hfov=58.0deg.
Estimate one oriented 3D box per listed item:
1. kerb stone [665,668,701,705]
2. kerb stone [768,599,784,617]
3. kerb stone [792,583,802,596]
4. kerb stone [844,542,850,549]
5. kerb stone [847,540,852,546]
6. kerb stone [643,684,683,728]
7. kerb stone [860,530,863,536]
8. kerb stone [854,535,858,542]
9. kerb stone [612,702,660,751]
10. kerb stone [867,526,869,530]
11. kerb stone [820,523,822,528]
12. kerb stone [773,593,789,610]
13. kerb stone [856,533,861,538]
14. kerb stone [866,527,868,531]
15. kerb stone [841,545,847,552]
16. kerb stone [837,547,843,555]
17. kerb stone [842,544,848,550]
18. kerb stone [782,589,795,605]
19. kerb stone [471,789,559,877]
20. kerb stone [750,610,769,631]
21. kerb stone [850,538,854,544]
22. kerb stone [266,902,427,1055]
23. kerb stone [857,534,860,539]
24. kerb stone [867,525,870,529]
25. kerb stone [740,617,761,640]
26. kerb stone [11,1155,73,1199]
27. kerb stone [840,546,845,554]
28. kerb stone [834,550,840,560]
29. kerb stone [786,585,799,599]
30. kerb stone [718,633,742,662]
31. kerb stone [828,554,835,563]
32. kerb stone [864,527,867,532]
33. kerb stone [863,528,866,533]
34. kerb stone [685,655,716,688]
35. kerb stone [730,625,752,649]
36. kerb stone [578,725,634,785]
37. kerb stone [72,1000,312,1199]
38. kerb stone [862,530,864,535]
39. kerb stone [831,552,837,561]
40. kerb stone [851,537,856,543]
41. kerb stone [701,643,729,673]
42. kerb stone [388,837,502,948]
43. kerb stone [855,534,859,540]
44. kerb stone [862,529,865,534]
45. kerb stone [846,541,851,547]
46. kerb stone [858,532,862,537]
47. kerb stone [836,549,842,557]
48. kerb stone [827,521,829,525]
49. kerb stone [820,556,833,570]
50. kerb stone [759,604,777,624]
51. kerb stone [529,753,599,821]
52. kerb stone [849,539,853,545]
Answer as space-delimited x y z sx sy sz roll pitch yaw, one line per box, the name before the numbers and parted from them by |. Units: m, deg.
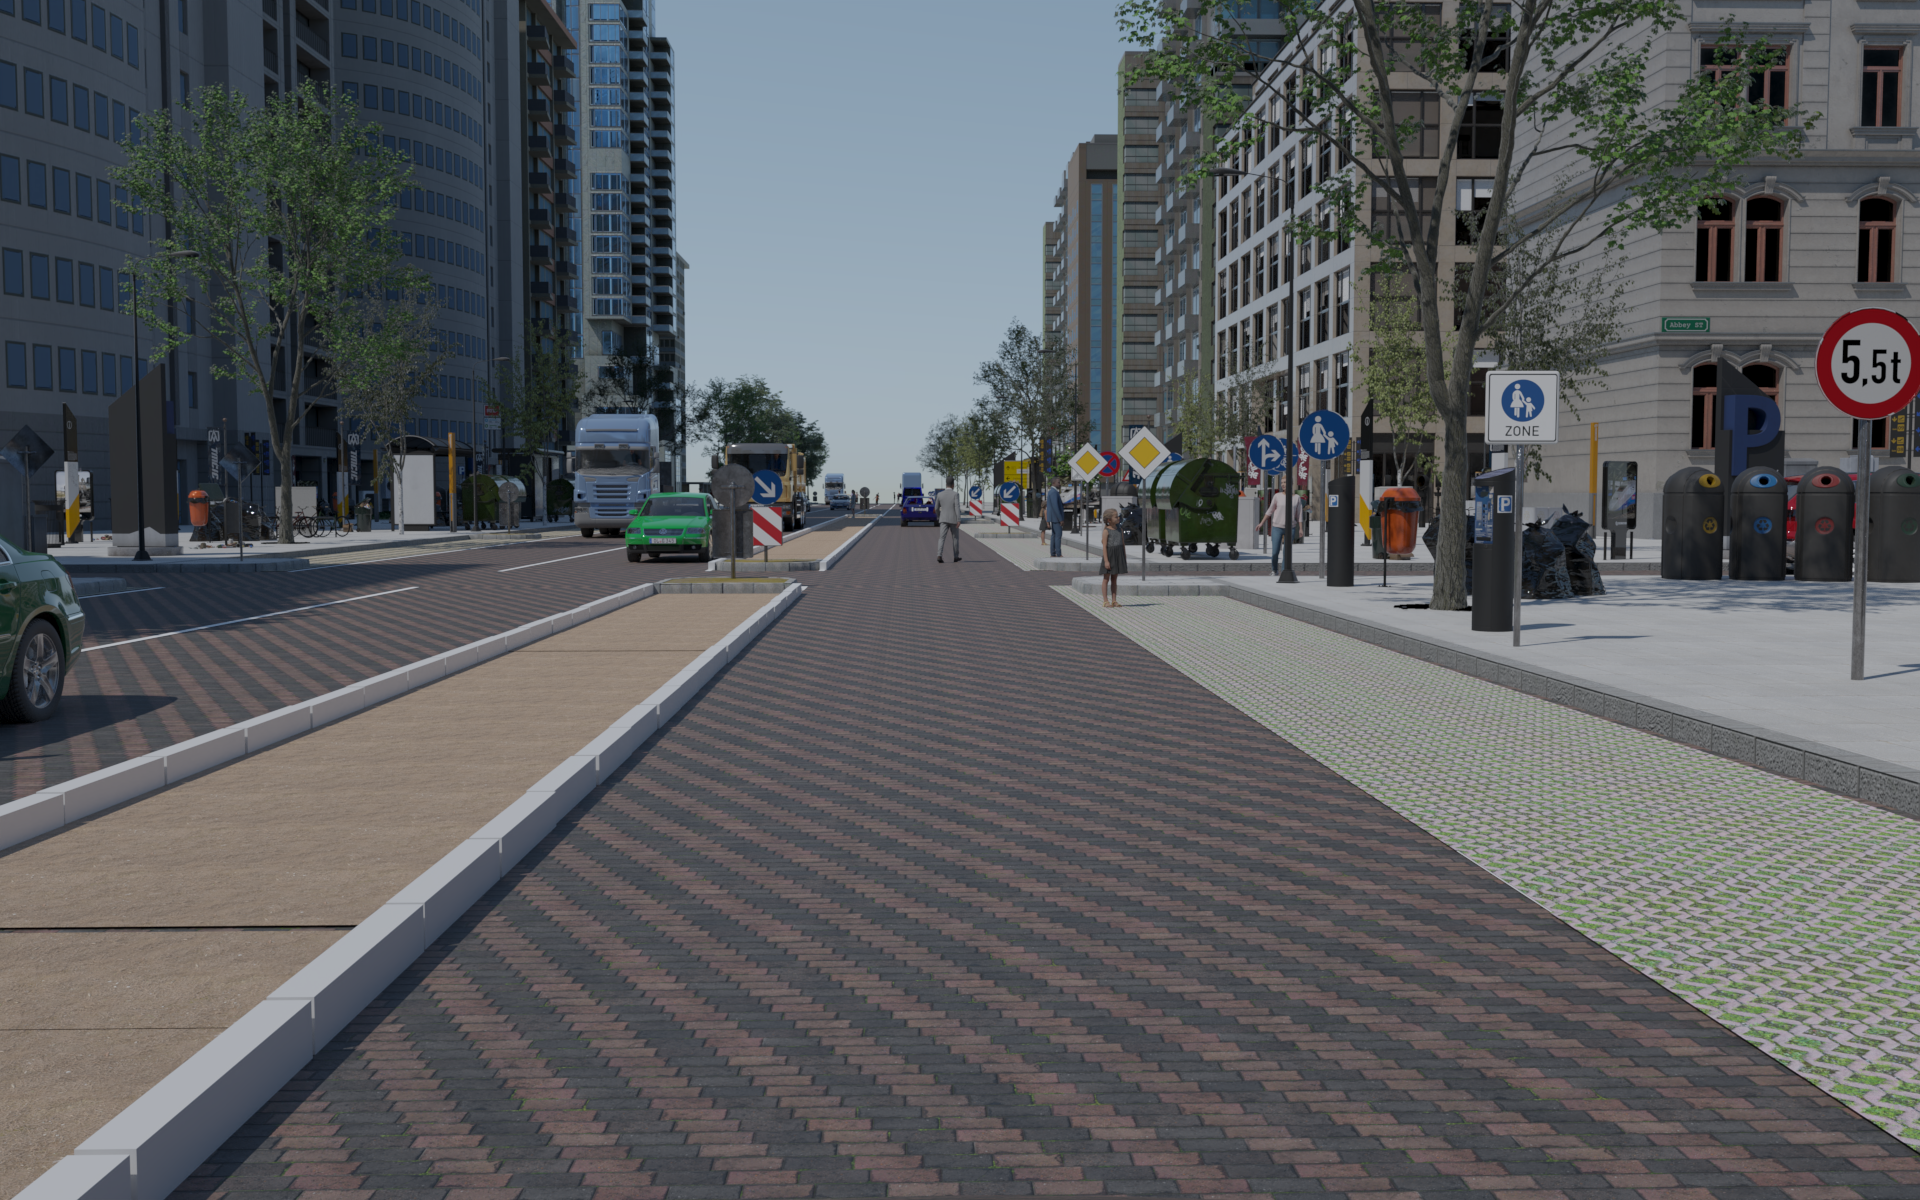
kerb stone | -1.946 0.618 12.098 0.120 0.150 1.000 0 4 -2
kerb stone | -2.192 0.121 20.307 0.120 0.150 1.000 0 4 -2
kerb stone | -2.324 -0.134 24.404 0.120 0.150 1.000 0 4 -2
kerb stone | -2.905 -1.293 43.343 0.120 0.150 1.000 0 4 -2
kerb stone | -2.973 -1.419 45.393 0.120 0.150 1.000 0 4 -2
kerb stone | -1.911 0.680 11.076 0.120 0.150 1.000 0 4 -2
kerb stone | -3.322 -2.108 56.656 0.120 0.150 1.000 0 4 -2
kerb stone | -3.132 -1.723 50.515 0.120 0.150 1.000 0 4 -2
kerb stone | -1.890 0.744 10.048 0.120 0.150 1.000 0 4 -2
kerb stone | -3.571 -2.610 64.873 0.120 0.150 1.000 0 4 -2
kerb stone | -5.862 -2.985 71.001 0.120 0.150 1.000 0 4 -2
kerb stone | -2.232 0.053 21.328 0.120 0.150 1.000 0 4 -2
kerb stone | -3.223 -1.916 53.582 0.120 0.150 1.000 0 4 -2
kerb stone | -3.508 -2.482 62.810 0.120 0.150 1.000 0 4 -2
kerb stone | -2.843 -1.168 41.299 0.120 0.150 1.000 0 4 -2
kerb stone | -2.782 -1.043 39.250 0.120 0.150 1.000 0 4 -2
kerb stone | -2.879 -1.226 42.320 0.120 0.150 1.000 0 4 -2
kerb stone | -2.258 -0.003 22.351 0.120 0.150 1.000 0 4 -2
kerb stone | -1.786 0.932 6.965 0.120 0.150 1.000 0 4 -2
kerb stone | -2.138 0.241 18.256 0.120 0.150 1.000 0 4 -2
kerb stone | -3.035 -1.544 47.436 0.120 0.150 1.000 0 4 -2
kerb stone | -1.722 1.057 4.918 0.120 0.150 1.000 0 4 -2
kerb stone | -3.190 -1.849 52.559 0.120 0.150 1.000 0 4 -2
kerb stone | -3.601 -2.671 65.899 0.120 0.150 1.000 0 4 -2
kerb stone | -2.108 0.305 17.234 0.120 0.150 1.000 0 4 -2
kerb stone | -1.659 1.184 2.872 0.120 0.150 1.000 0 4 -2
kerb stone | -2.816 -1.106 40.277 0.120 0.150 1.000 0 4 -2
kerb stone | -2.718 -0.918 37.200 0.120 0.150 1.000 0 4 -2
kerb stone | -2.296 -0.070 23.372 0.120 0.150 1.000 0 4 -2
kerb stone | -2.040 0.430 15.170 0.120 0.150 1.000 0 4 -2
kerb stone | -2.666 -0.789 35.157 0.120 0.150 1.000 0 4 -2
kerb stone | -3.476 -2.421 61.784 0.120 0.150 1.000 0 4 -2
kerb stone | -3.410 -2.295 59.732 0.120 0.150 1.000 0 4 -2
kerb stone | -1.983 0.555 13.119 0.120 0.150 1.000 0 4 -2
kerb stone | -2.076 0.366 16.207 0.120 0.150 1.000 0 4 -2
kerb stone | -1.851 0.806 9.021 0.120 0.150 1.000 0 4 -2
kerb stone | -1.689 1.119 3.893 0.120 0.150 1.000 0 4 -2
kerb stone | -3.343 -2.170 57.682 0.120 0.150 1.000 0 4 -2
kerb stone | -2.695 -0.855 36.179 0.120 0.150 1.000 0 4 -2
kerb stone | -3.066 -1.607 48.466 0.120 0.150 1.000 0 4 -2
kerb stone | -2.020 0.492 14.148 0.120 0.150 1.000 0 4 -2
kerb stone | -1.757 0.994 5.940 0.120 0.150 1.000 0 4 -2
kerb stone | -3.164 -1.794 51.536 0.120 0.150 1.000 0 4 -2
kerb stone | -3.376 -2.233 58.711 0.120 0.150 1.000 0 4 -2
kerb stone | -2.942 -1.356 44.365 0.120 0.150 1.000 0 4 -2
kerb stone | -3.256 -1.983 54.611 0.120 0.150 1.000 0 4 -2
kerb stone | -2.750 -0.981 38.227 0.120 0.150 1.000 0 4 -2
kerb stone | -6.044 -3.362 77.157 0.120 0.150 1.000 0 4 -2
kerb stone | -2.627 -0.730 34.136 0.120 0.150 1.000 0 4 -2
kerb stone | -2.169 0.178 19.279 0.120 0.150 1.000 0 4 -2
kerb stone | -1.829 0.869 7.986 0.120 0.150 1.000 0 4 -2
kerb stone | -3.004 -1.481 46.415 0.120 0.150 1.000 0 4 -2
